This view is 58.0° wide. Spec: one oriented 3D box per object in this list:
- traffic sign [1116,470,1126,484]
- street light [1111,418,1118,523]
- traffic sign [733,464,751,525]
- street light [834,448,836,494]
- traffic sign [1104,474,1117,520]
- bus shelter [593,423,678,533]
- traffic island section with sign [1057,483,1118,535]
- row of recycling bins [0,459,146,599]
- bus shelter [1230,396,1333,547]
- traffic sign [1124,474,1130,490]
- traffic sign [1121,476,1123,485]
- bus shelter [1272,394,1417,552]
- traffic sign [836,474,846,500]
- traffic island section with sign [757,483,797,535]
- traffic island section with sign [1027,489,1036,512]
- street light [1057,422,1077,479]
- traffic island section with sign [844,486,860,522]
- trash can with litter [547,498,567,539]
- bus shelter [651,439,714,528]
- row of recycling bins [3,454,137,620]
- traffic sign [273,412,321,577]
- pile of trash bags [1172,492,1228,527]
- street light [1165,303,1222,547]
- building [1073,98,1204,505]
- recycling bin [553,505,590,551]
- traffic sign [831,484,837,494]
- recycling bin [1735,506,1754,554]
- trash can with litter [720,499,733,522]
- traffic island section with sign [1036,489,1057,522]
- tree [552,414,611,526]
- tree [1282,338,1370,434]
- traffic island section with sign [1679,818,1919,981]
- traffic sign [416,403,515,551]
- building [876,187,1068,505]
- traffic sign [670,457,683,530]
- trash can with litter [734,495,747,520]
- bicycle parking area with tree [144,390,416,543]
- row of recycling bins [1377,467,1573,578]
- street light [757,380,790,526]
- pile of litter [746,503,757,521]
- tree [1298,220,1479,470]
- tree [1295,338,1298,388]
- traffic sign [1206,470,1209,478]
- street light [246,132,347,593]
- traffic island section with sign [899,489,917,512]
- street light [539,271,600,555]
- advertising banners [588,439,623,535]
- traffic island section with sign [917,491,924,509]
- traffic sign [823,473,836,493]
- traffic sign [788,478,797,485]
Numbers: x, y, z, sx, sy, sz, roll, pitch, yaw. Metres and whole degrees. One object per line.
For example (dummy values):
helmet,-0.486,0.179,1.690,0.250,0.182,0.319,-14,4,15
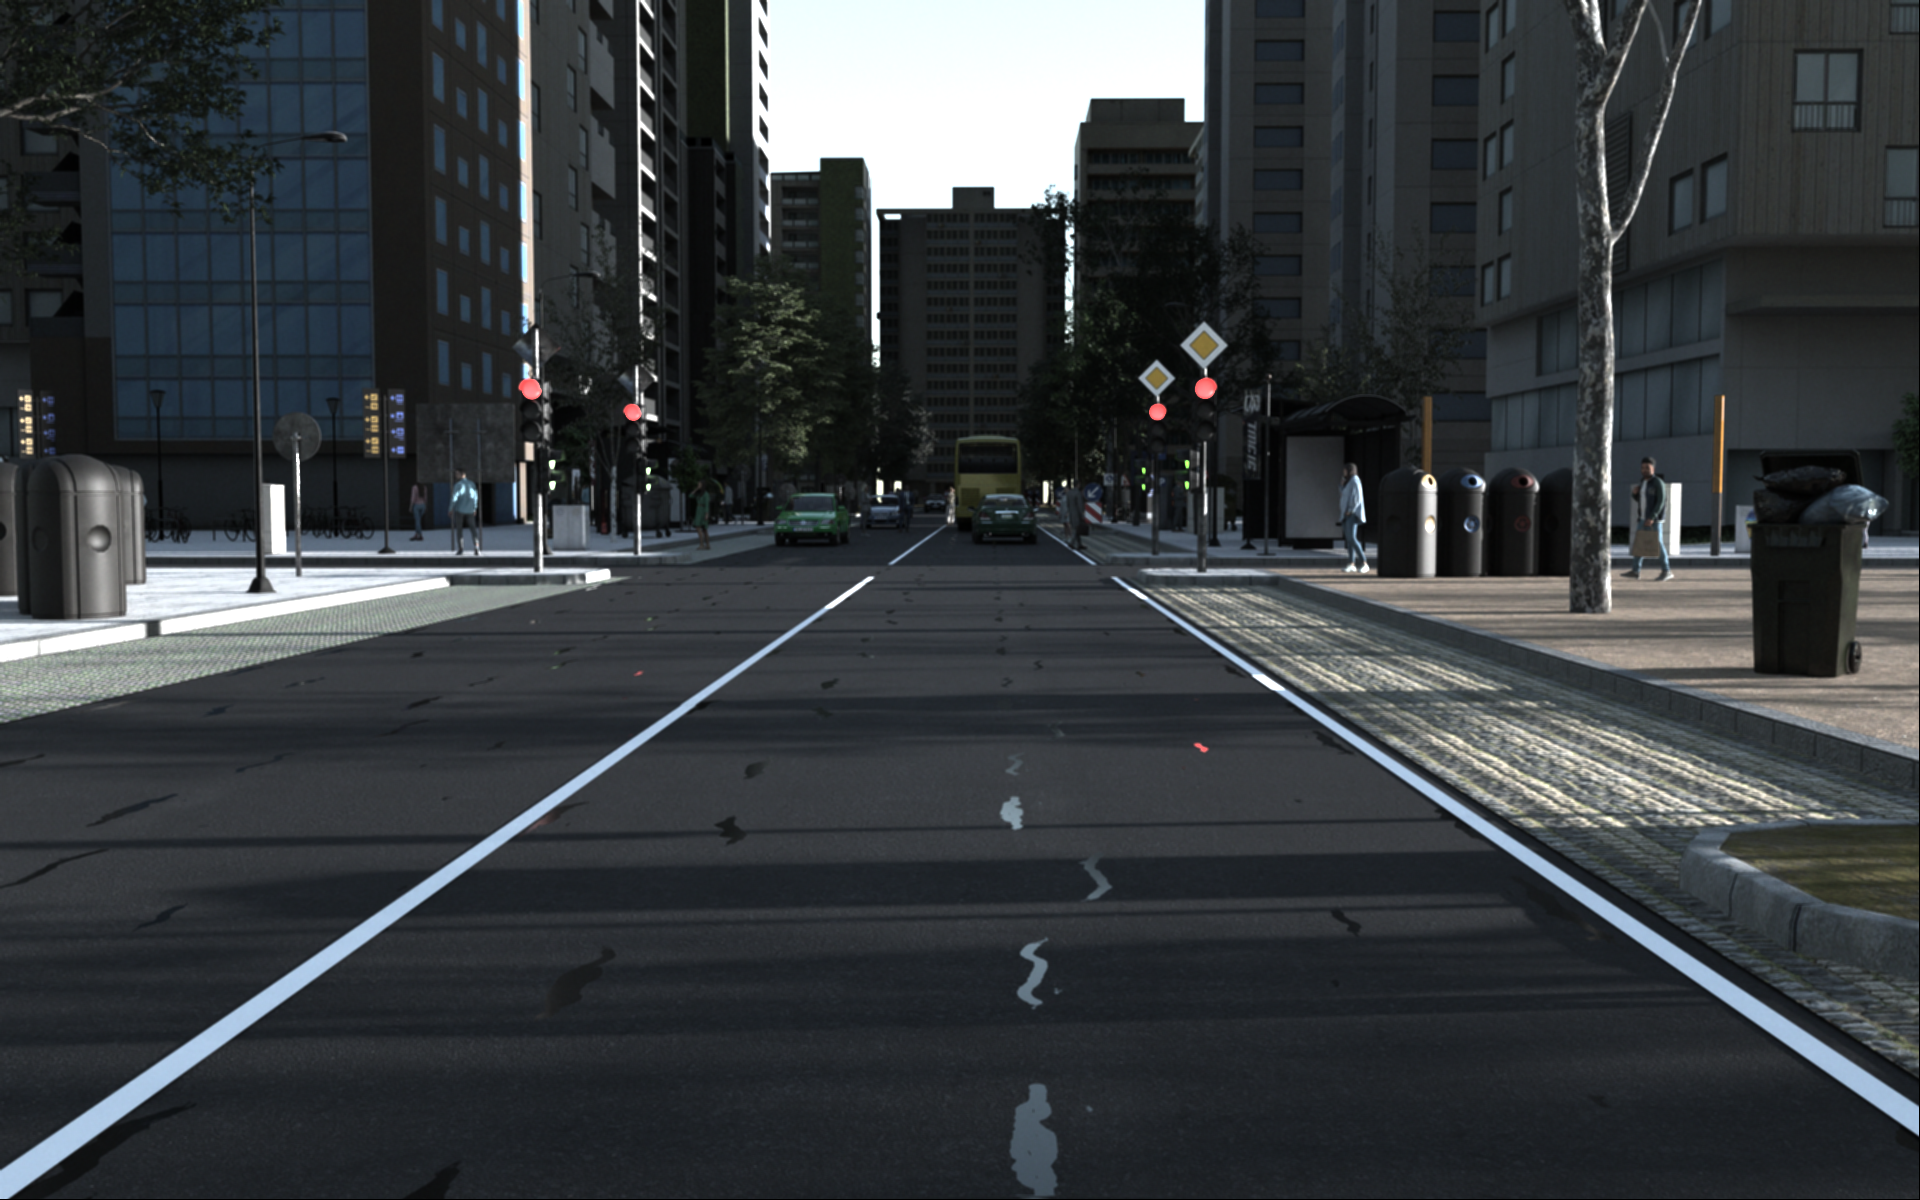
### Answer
traffic sign,7.987,-5.375,87.881,0.884,2.594,0.081,0,4,3
street light,6.295,-6.360,76.526,1.470,5.913,1.316,0,4,1
traffic sign,-9.095,-4.418,72.334,0.768,2.556,0.104,0,4,4
street light,-7.072,-8.131,105.476,1.470,5.913,1.316,0,4,1
traffic sign,7.468,-5.162,86.529,0.606,2.300,0.079,0,4,2
bus shelter,-11.180,-4.210,60.115,1.731,3.624,6.357,0,4,1
traffic island section with sign,4.566,-3.228,61.398,1.989,1.847,2.006,0,4,1
row of recycling bins,-12.094,-0.993,23.351,1.069,1.692,3.534,0,4,2
bus shelter,8.265,-3.274,44.817,1.731,3.624,6.357,0,4,1
traffic sign,10.603,-6.840,111.844,0.884,2.594,0.081,1,4,9
traffic sign,7.885,-5.172,86.696,0.606,2.300,0.079,1,4,9
bus shelter,8.245,-2.679,37.732,2.014,3.302,5.546,0,4,1
traffic sign,-7.514,-6.649,108.816,0.768,2.556,0.104,0,4,6
traffic island section with sign,-6.062,-3.210,61.116,1.989,1.847,2.006,0,4,1
traffic island section with sign,5.915,-7.917,138.065,1.989,1.847,2.006,0,4,1
street light,6.908,-8.488,111.321,1.470,5.913,1.316,0,4,1
traffic island section with sign,-5.580,-4.885,88.492,1.989,1.847,2.006,0,4,1
trash can with litter,-11.719,-2.376,50.238,0.624,1.170,1.055,0,4,7
bus shelter,-10.917,-4.471,67.019,2.014,3.302,5.546,0,4,1
row of recycling bins,-9.884,-0.736,19.142,1.069,1.692,3.534,-2,4,-30
traffic sign,-10.300,-1.639,26.903,0.768,2.556,0.104,0,4,4
pile of trash bags,8.962,-3.515,67.223,1.912,1.369,3.447,2,4,34
street light,5.680,-4.259,42.173,1.470,5.913,1.316,0,4,1
building,24.832,-36.200,215.567,21.600,48.544,21.300,0,4,1
recycling bin,-8.894,-1.657,39.651,0.722,1.027,0.722,0,4,-1
traffic sign,-8.085,-6.789,111.107,0.768,2.556,0.104,0,4,2
recycling bin,17.229,-1.530,37.565,0.722,1.027,0.722,2,4,27
trash can with litter,-10.775,-4.187,79.840,0.624,1.170,1.055,-1,4,-11
traffic island section with sign,5.042,-4.876,88.349,1.989,1.847,2.006,0,4,1
tree,-15.149,-5.341,71.038,4.285,4.588,4.351,0,3,0
tree,17.450,-8.079,82.452,4.737,8.622,4.395,0,3,0
traffic island section with sign,3.587,0.175,5.772,1.989,1.847,2.006,0,4,1
traffic sign,-11.103,-2.754,38.901,2.265,3.308,0.079,0,4,5
building,1.648,-32.400,221.619,23.993,40.220,32.217,0,4,1
traffic sign,-9.643,-3.656,59.881,0.768,2.556,0.104,0,4,3
trash can with litter,-10.576,-4.584,86.011,2.233,1.210,1.678,0,4,-4
bicycle parking area with tree,-20.515,-3.853,49.992,8.231,4.147,9.016,-2,4,-35
row of recycling bins,8.210,-1.219,27.039,3.534,1.692,1.069,-1,4,-11
street light,-7.616,-6.000,70.638,1.470,5.913,1.316,0,4,1
pile of litter,-9.730,-4.259,83.600,1.176,0.858,1.719,0,4,-8
tree,11.842,-5.840,45.840,4.360,8.622,3.978,0,3,0
tree,15.497,-7.332,70.239,4.360,8.622,3.978,0,3,0
traffic sign,8.154,-3.634,59.416,0.884,2.594,0.081,0,4,2
street light,-8.566,-3.048,22.377,1.470,5.913,1.316,0,4,1
traffic island section with sign,-4.708,-7.932,138.320,1.989,1.847,2.006,0,4,1
street light,-8.211,-3.900,36.303,1.470,5.913,1.316,0,4,1
advertising banners,-11.201,-3.571,54.568,0.090,3.025,2.074,-3,5,-40
traffic island section with sign,-4.226,-9.581,165.271,1.989,1.847,2.006,0,4,1
traffic sign,-7.791,-6.305,103.186,0.768,2.556,0.104,0,4,7
traffic sign,-10.404,-6.454,107.644,0.606,2.300,0.079,1,4,8
